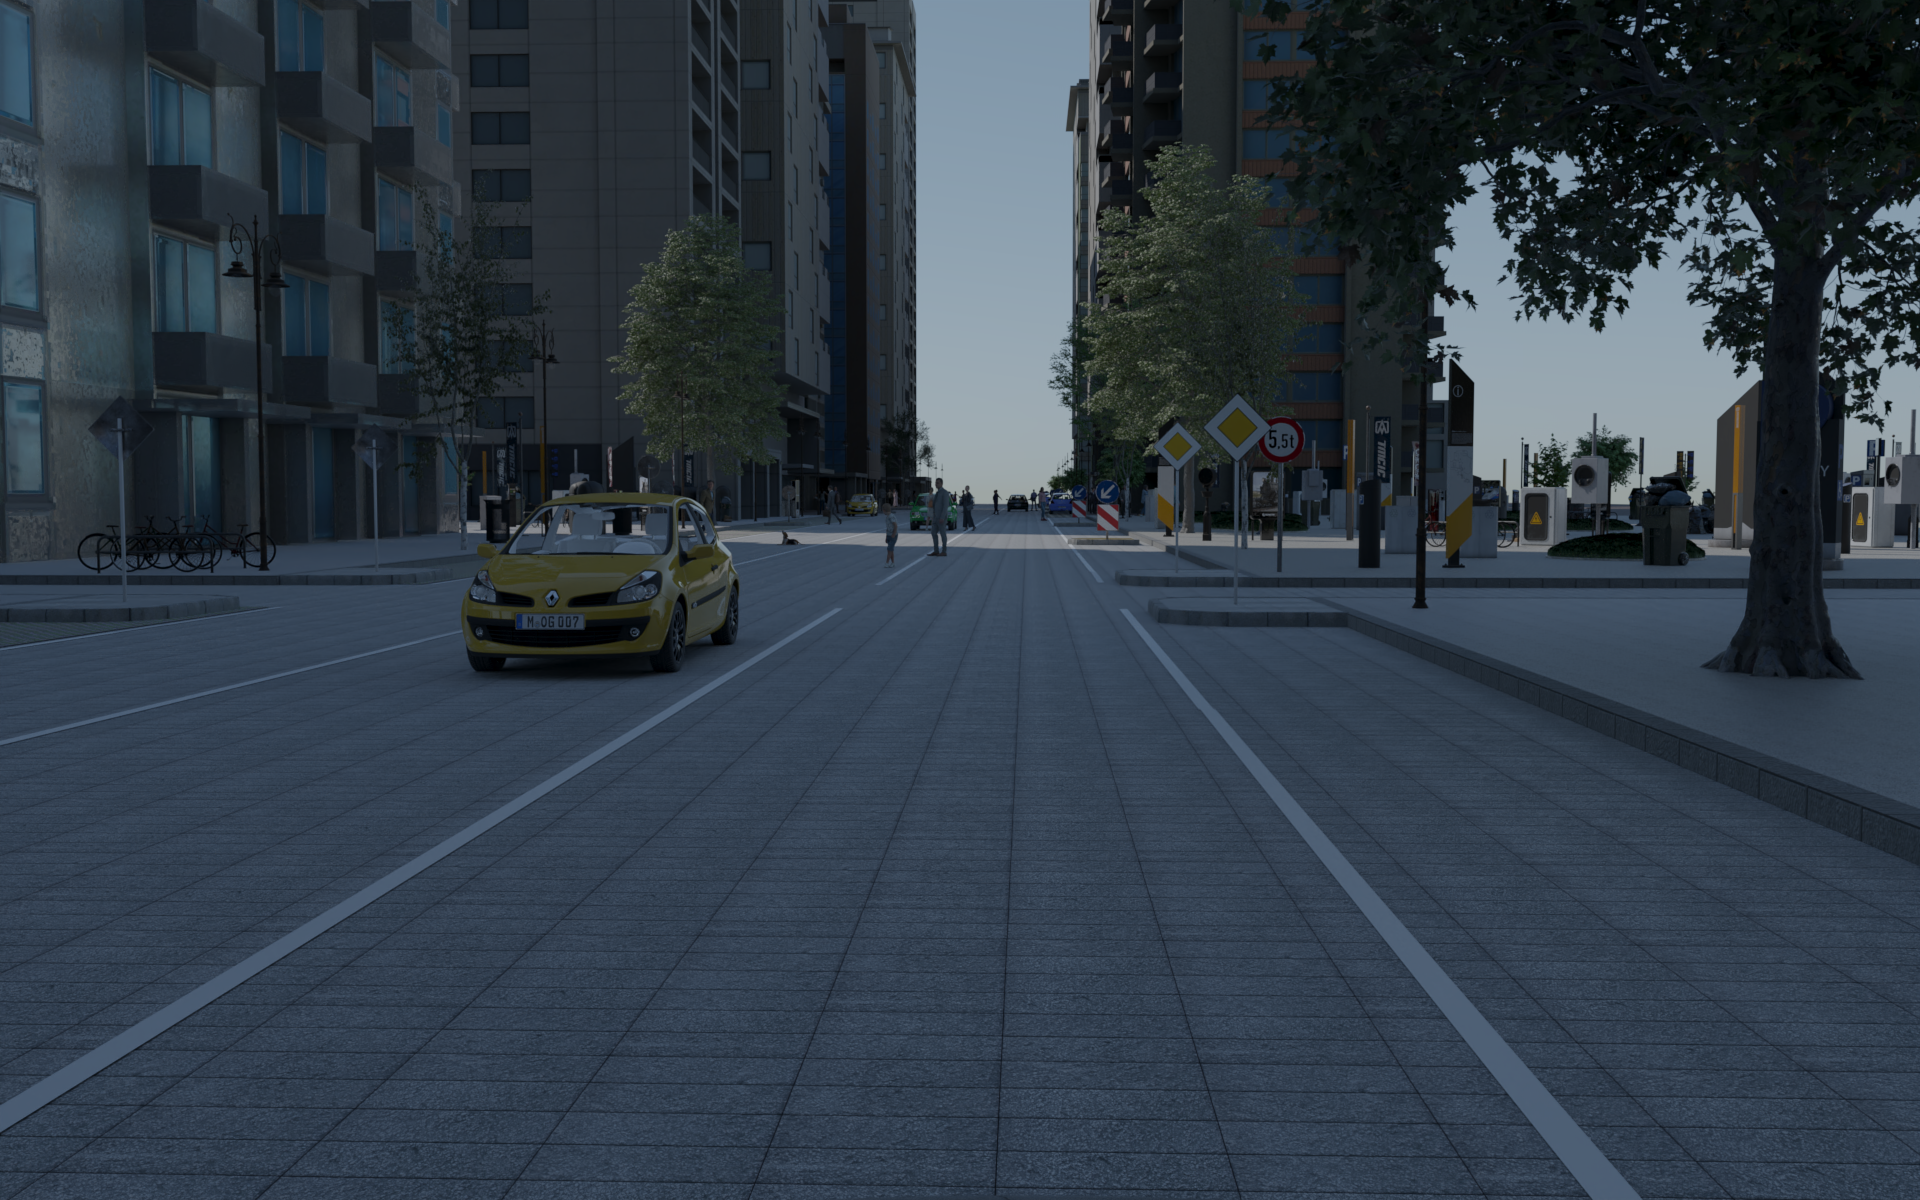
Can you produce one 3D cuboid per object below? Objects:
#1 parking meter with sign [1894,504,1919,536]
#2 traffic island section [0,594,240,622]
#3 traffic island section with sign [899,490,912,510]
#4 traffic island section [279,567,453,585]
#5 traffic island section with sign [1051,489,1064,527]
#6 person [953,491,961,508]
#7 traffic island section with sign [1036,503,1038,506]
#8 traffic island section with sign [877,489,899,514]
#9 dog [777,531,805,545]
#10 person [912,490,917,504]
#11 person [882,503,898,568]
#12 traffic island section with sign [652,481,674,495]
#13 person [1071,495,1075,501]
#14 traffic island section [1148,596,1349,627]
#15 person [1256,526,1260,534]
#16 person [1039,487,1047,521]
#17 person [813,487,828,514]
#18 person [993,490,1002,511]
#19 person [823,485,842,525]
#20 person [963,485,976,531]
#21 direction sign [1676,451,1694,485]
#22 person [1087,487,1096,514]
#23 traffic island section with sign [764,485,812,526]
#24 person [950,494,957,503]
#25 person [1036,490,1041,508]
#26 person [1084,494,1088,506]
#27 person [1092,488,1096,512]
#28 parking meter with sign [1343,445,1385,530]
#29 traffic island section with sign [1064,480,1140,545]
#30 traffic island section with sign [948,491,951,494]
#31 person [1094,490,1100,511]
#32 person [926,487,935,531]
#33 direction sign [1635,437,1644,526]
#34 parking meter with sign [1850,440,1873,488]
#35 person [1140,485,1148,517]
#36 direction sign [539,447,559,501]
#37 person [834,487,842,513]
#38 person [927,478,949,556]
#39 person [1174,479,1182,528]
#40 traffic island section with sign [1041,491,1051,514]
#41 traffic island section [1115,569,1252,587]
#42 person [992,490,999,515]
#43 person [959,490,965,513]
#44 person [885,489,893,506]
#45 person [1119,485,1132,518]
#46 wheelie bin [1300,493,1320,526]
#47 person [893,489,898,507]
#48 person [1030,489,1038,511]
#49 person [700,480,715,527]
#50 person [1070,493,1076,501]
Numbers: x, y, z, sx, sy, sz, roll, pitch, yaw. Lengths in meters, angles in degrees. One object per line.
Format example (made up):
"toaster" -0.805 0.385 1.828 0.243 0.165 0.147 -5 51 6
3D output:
"parking meter with sign" 29.234 -3.498 53.455 1.738 3.016 0.543 1 4 19
"traffic island section" -9.985 0.100 20.652 2.009 0.180 2.903 0 4 2
"traffic island section with sign" -4.691 -8.986 155.550 1.989 1.847 2.006 0 4 2
"traffic island section" -9.672 -0.388 28.631 2.009 0.180 2.903 0 4 2
"traffic island section with sign" 5.133 -4.153 76.527 1.989 1.847 2.006 0 4 2
"person" -0.508 -10.421 179.560 1.217 1.739 0.721 -1 4 -19
"traffic island section with sign" 10.345 -12.273 209.284 1.989 1.847 2.006 0 4 2
"traffic island section with sign" -5.762 -7.315 128.224 1.989 1.847 2.006 0 4 2
"dog" -4.725 -1.732 48.514 0.748 0.427 0.550 1 4 10
"person" -3.676 -8.166 142.738 0.721 1.735 1.217 -2 4 -27
"person" -1.362 -1.258 33.756 0.352 1.250 0.332 1 4 14
"traffic island section with sign" -8.800 -2.592 51.000 1.989 1.847 2.006 0 4 2
"person" 10.859 -9.719 165.635 0.721 1.739 1.217 -2 4 -26
"traffic island section" 3.246 0.132 20.130 2.009 0.180 2.903 0 4 2
"person" 9.690 -2.734 55.014 0.640 1.303 0.475 -3 5 -42
"person" 4.411 -5.135 92.467 0.388 1.821 0.555 2 4 34
"person" -8.694 -6.274 109.336 1.217 1.735 0.721 0 4 0
"person" 3.114 -8.450 146.674 0.705 1.823 1.348 3 4 36
"person" -5.974 -4.439 81.041 0.822 1.834 0.622 1 4 18
"person" 0.318 -3.571 67.306 0.576 1.772 0.534 3 5 42
"direction sign" 37.923 -6.033 90.638 0.876 3.537 0.379 3 5 40
"person" 8.576 -6.464 112.538 0.445 1.727 0.742 2 4 34
"traffic island section with sign" -7.726 -4.257 78.223 1.989 1.847 2.006 0 4 2
"person" -0.545 -5.913 108.434 1.065 1.426 0.557 2 4 29
"person" 8.277 -10.442 179.216 1.348 1.826 0.705 -3 5 -44
"person" 13.936 -11.142 191.448 0.421 1.427 0.697 -1 4 -12
"person" 9.603 -7.096 122.506 0.568 1.767 0.683 -3 4 -36
"parking meter with sign" 14.474 -3.983 61.381 1.738 3.016 0.543 -1 4 -14
"traffic island section with sign" 4.071 -2.496 49.435 1.989 1.847 2.006 0 4 2
"traffic island section with sign" -1.461 -14.025 237.933 1.989 1.847 2.006 0 4 2
"person" 9.519 -6.888 118.523 0.709 1.838 0.599 3 5 41
"person" -1.096 -3.501 66.747 0.512 1.701 0.522 0 4 7
"direction sign" 27.141 -4.711 69.029 0.379 3.537 0.876 2 4 31
"parking meter with sign" 28.628 -3.596 55.048 1.738 3.016 0.543 -2 4 -34
"person" 10.329 -5.544 96.948 0.793 1.790 0.793 -3 4 -38
"direction sign" -19.574 -5.537 82.526 0.876 3.537 0.379 0 4 -7
"person" -8.289 -6.702 116.174 0.990 1.755 0.434 -3 5 -41
"person" -0.457 -1.913 39.884 0.391 1.810 0.635 -2 4 -33
"person" 8.081 -3.665 65.828 0.748 1.841 0.638 0 4 5
"traffic island section with sign" 7.115 -7.227 126.782 1.989 1.847 2.006 0 4 2
"traffic island section" 3.559 -0.356 28.109 2.009 0.180 2.903 0 4 2
"person" 2.465 -6.817 120.874 0.530 1.710 0.541 0 4 7
"person" 0.126 -7.633 133.823 0.750 1.759 0.617 1 4 23
"person" -7.241 -10.613 179.574 1.348 1.823 0.705 3 4 38
"person" 8.991 -5.339 93.734 0.661 1.777 0.834 -1 4 -22
"wheelie bin" 14.196 -3.815 70.288 0.693 1.594 0.980 3 5 43
"person" -6.413 -10.087 171.641 0.621 1.740 0.551 -2 4 -35
"person" 6.258 -8.467 146.811 0.709 1.838 0.599 0 4 -3
"person" -7.224 -2.510 49.450 0.836 1.842 0.656 0 4 -7
"person" 11.224 -10.003 169.667 1.350 1.814 0.705 -1 4 -21
